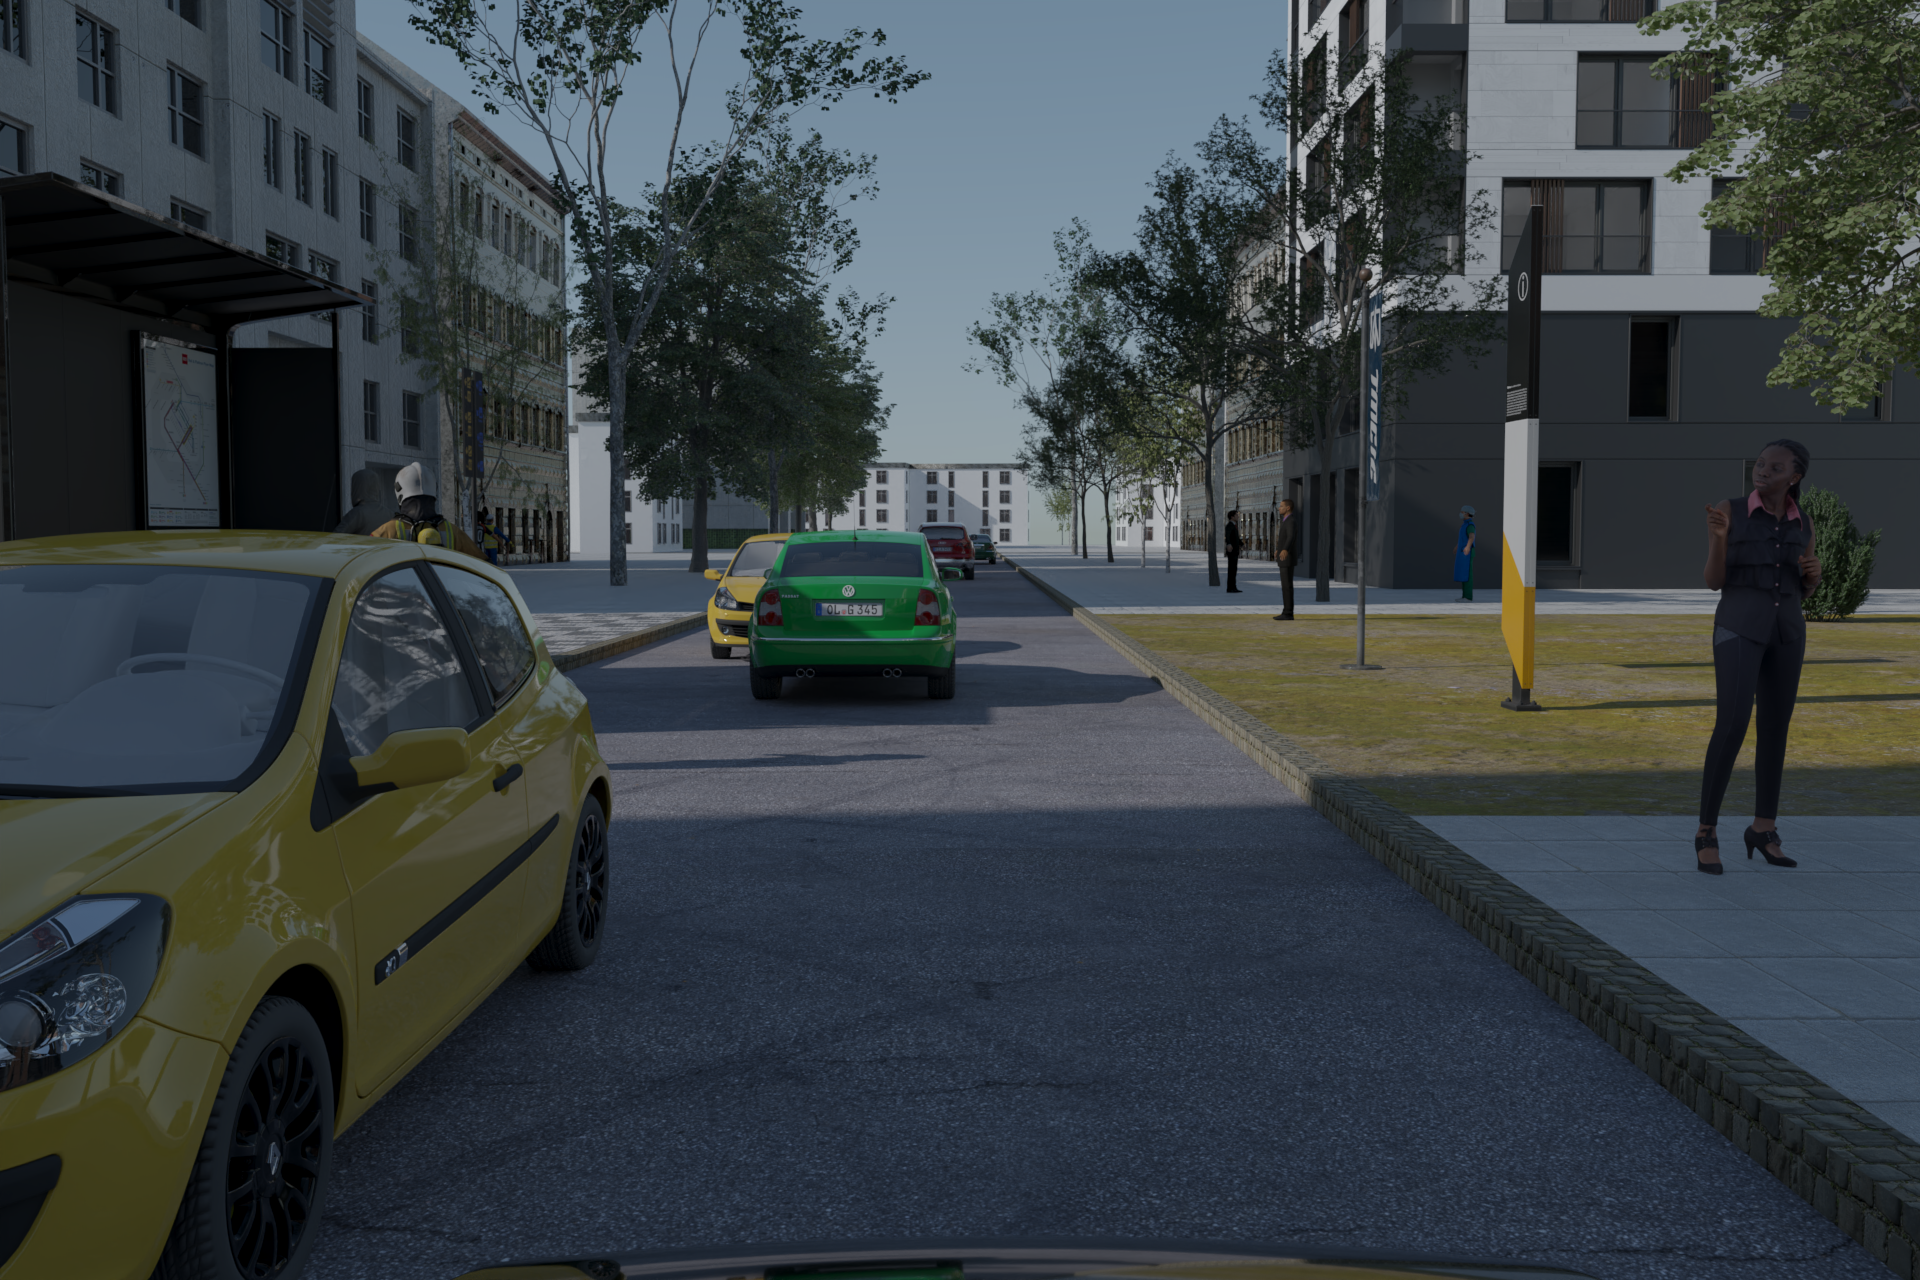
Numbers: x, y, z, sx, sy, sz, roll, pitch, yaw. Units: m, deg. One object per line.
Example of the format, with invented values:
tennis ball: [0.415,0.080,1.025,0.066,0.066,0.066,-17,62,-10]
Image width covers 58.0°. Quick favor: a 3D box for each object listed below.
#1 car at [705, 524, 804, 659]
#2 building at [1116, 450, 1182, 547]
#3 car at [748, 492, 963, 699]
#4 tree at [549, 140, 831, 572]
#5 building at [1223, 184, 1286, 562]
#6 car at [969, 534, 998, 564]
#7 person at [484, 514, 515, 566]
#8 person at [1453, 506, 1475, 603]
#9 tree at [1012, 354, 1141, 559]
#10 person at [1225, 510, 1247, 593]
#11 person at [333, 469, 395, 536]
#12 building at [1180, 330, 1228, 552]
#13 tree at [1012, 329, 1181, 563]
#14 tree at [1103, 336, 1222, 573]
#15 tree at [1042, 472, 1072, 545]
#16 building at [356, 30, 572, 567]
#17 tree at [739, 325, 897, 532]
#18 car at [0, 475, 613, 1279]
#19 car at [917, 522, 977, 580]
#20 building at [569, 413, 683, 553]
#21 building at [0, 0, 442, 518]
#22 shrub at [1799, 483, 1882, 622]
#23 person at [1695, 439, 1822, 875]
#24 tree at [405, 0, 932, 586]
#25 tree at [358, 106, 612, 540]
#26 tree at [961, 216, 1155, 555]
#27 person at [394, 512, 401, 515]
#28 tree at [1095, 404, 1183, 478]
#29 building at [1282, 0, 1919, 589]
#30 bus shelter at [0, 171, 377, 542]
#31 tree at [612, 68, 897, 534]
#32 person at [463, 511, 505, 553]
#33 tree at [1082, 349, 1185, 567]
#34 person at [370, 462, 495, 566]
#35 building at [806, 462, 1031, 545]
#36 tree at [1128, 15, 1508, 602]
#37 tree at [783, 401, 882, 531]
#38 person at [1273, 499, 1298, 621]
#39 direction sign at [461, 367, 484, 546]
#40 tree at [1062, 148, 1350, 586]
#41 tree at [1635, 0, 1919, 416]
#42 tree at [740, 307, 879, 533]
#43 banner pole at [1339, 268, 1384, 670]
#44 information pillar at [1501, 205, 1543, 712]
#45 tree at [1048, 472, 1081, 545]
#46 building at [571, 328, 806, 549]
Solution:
car: [-2.020,-0.665,21.099,2.015,1.641,3.980,0,3,0]
building: [21.979,-14.623,181.240,9.099,9.664,28.070,0,3,0]
car: [-0.940,-0.464,16.390,1.959,1.807,4.718,0,4,-1]
tree: [-8.769,-9.249,57.878,9.857,13.997,8.962,0,3,0]
building: [23.658,-15.519,84.669,19.493,23.208,18.063,0,3,0]
car: [0.769,-4.355,83.009,2.131,1.459,4.920,0,4,-1]
person: [-12.954,-2.562,47.857,1.349,1.833,0.705,1,4,16]
person: [9.492,-1.617,32.561,0.704,1.817,1.347,0,4,7]
tree: [6.211,-9.528,90.192,7.601,10.594,8.767,-1,4,-11]
person: [5.986,-1.935,37.828,0.705,1.806,1.347,2,4,23]
person: [-4.894,-0.496,14.242,0.705,1.813,1.348,2,4,23]
building: [27.012,-18.286,129.910,19.493,23.208,18.063,0,4,0]
tree: [6.523,-8.782,77.995,7.601,10.594,8.767,2,4,30]
tree: [6.843,-6.536,57.234,4.737,8.622,4.395,0,3,0]
tree: [11.780,-15.459,203.124,4.737,8.622,4.395,0,3,0]
building: [-27.292,-14.649,70.447,19.493,23.208,18.063,0,4,0]
tree: [-8.366,-11.737,98.552,9.857,13.997,8.962,0,3,0]
car: [-2.067,0.359,4.354,2.015,1.641,3.980,0,4,1]
car: [-0.567,-2.877,55.713,2.281,1.827,5.304,0,4,0]
building: [-25.890,-11.727,133.876,9.099,9.664,28.070,0,4,-1]
building: [-25.239,-10.636,40.360,16.747,18.905,31.486,0,4,0]
shrub: [12.554,-1.282,25.385,1.690,2.028,1.600,0,3,0]
person: [3.056,0.055,6.608,0.415,1.643,0.593,3,5,43]
tree: [-7.119,-11.374,41.852,12.611,20.169,13.585,0,3,0]
tree: [-8.829,-4.910,30.641,4.360,8.622,3.978,0,3,0]
tree: [6.274,-15.316,106.309,12.611,20.169,13.585,0,3,0]
person: [-14.190,-2.317,43.812,1.347,1.837,0.705,1,4,17]
tree: [21.300,-21.395,205.691,12.611,20.169,13.585,0,3,0]
building: [23.985,-12.951,55.726,27.936,21.610,32.646,0,3,0]
bus shelter: [-6.717,-1.412,14.373,1.731,3.624,6.357,0,4,0]
tree: [-8.908,-13.307,73.461,12.611,20.169,13.585,0,3,0]
person: [-11.257,-2.092,40.355,1.345,1.843,0.704,-2,4,-27]
tree: [7.101,-7.087,66.234,4.360,8.622,3.978,0,3,0]
person: [-3.246,-0.131,10.364,1.354,1.858,0.705,-2,4,-34]
building: [-5.885,-15.845,203.664,28.070,9.664,9.099,0,4,6]
tree: [6.634,-5.988,32.322,8.767,10.594,7.601,3,5,42]
tree: [-8.667,-11.535,114.353,9.928,11.665,9.643,0,3,0]
person: [4.848,-1.199,25.821,0.704,1.802,1.346,0,4,7]
direction sign: [-6.728,-1.957,23.993,0.379,3.537,0.876,0,4,1]
tree: [5.944,-6.609,42.464,7.601,10.594,8.767,1,4,10]
tree: [10.726,-6.061,17.220,7.486,12.596,7.792,0,3,0]
tree: [-7.777,-10.265,85.956,7.486,12.596,7.792,0,3,0]
banner pole: [3.821,-1.600,16.172,0.401,3.779,0.863,0,4,0]
information pillar: [4.104,-1.303,12.651,0.183,3.616,0.504,0,4,-1]
tree: [12.294,-15.173,198.447,4.737,8.622,4.395,0,3,0]
building: [-24.659,-18.215,164.274,16.747,18.905,31.486,0,4,1]
